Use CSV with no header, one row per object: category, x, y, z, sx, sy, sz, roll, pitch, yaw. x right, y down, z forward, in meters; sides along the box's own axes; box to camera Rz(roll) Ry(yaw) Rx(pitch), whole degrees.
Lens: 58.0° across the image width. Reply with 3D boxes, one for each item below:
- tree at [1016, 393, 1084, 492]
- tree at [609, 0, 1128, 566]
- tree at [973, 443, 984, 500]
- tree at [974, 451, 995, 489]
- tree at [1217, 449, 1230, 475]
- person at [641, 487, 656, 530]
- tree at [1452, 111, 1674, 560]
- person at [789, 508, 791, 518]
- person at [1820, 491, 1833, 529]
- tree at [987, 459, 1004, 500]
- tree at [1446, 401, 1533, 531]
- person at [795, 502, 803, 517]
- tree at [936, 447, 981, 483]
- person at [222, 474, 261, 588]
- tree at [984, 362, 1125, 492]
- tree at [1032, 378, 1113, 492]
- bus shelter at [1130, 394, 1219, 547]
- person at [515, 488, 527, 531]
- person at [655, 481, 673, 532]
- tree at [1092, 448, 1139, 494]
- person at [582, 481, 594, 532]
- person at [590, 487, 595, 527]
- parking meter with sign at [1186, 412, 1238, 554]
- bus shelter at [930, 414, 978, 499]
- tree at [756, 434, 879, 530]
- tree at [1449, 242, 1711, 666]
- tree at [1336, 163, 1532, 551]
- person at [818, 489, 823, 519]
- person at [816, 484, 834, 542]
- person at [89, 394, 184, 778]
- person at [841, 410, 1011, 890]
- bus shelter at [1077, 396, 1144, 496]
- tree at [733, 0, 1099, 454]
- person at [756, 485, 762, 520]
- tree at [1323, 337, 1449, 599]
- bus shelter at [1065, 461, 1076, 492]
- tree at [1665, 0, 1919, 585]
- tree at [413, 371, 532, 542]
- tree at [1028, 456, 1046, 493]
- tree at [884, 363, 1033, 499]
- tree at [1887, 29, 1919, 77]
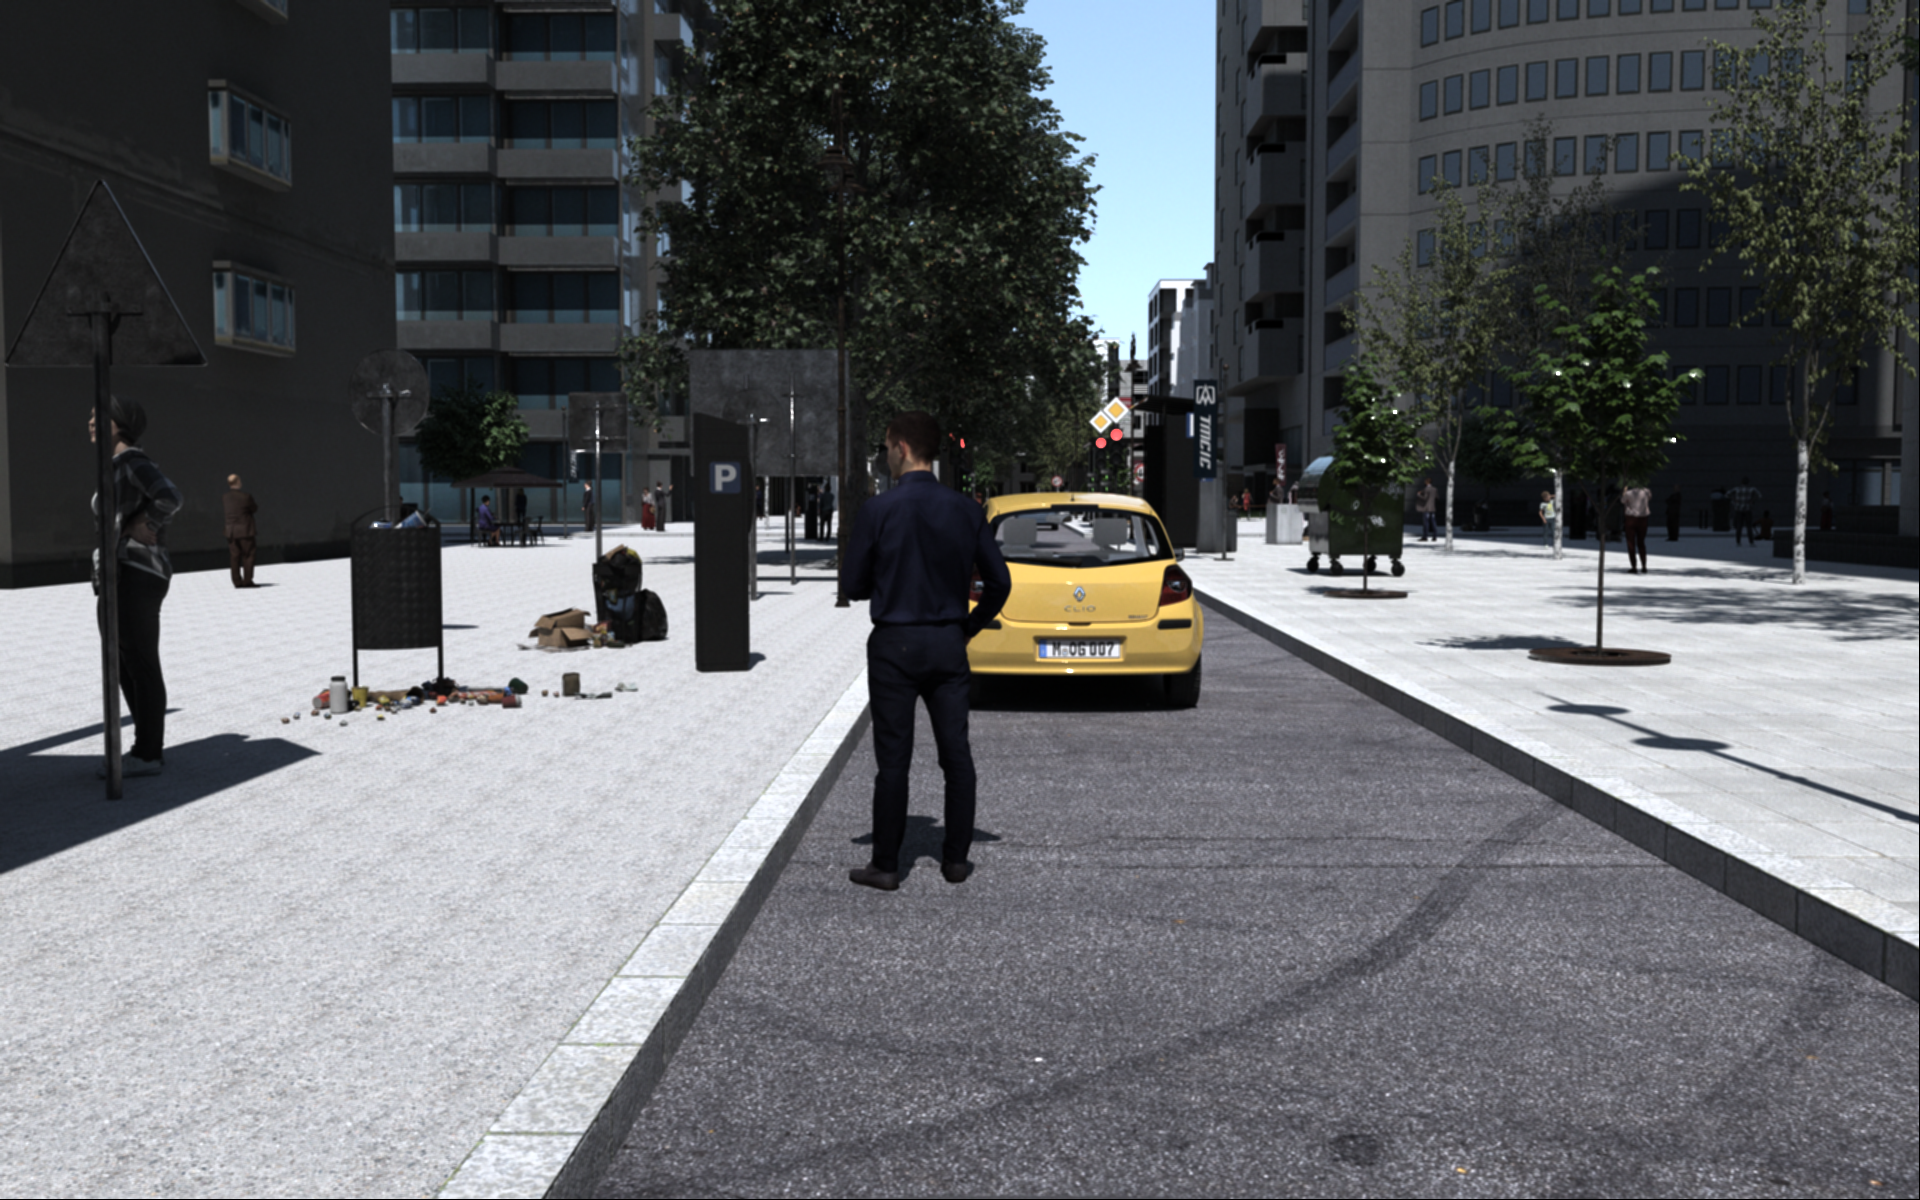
tree,9.406,-16.497,180.096,12.009,13.543,11.850,0,3,0
tree,-1.741,-6.951,30.659,9.611,12.733,9.660,0,3,0
tree,1.100,-11.260,118.507,8.767,10.594,7.601,1,4,22
tree,1.144,-9.009,131.012,4.285,4.588,4.351,0,3,0
tree,15.357,-7.684,109.341,4.285,4.588,4.351,0,3,0
person,-11.124,-3.258,61.772,0.523,1.526,0.387,-2,4,-30
tree,11.611,-5.078,33.391,4.360,8.622,3.978,0,3,0
person,-9.006,-4.635,92.295,0.381,0.543,0.357,1,4,17
person,27.600,-2.703,55.162,0.387,1.526,0.523,1,4,20
tree,3.238,-14.765,191.769,4.737,8.622,4.395,0,3,0
tree,18.858,-4.758,61.513,4.285,4.588,4.351,0,3,0
person,-8.986,-4.934,94.999,0.655,0.850,0.859,-1,4,-18
tree,-0.289,-9.578,106.968,4.360,8.622,3.978,0,3,0
person,-9.847,-0.940,23.674,0.482,1.546,0.388,1,4,13
tree,6.551,-10.322,103.174,7.601,10.594,8.767,1,4,19
tree,6.887,-8.818,94.536,4.737,8.622,4.395,0,3,0
bus shelter,5.386,-3.217,43.886,1.731,3.624,6.357,0,4,2
person,-15.020,-3.107,59.385,0.613,1.512,0.480,3,5,44
person,-10.113,-3.207,59.277,0.742,1.727,0.445,1,4,13
tree,5.700,-4.175,62.867,1.663,3.219,1.824,0,3,0
person,-12.635,-3.161,58.525,0.445,1.727,0.742,-2,4,-29
person,-14.305,-3.605,67.049,0.319,1.574,0.516,1,4,9
parking meter with sign,5.512,-2.529,37.617,0.543,3.016,1.738,2,4,32
bus shelter,-0.401,-5.674,70.395,2.179,5.291,8.768,0,4,2
tree,-6.243,-7.316,69.974,4.360,8.622,3.978,0,3,0
tree,5.007,-1.152,13.436,1.663,3.219,1.824,0,3,0
tree,10.920,-5.418,38.951,4.737,8.622,4.395,0,3,0
person,-7.233,-4.975,89.592,0.471,1.553,0.569,3,5,45
person,-3.621,-2.343,46.564,0.499,1.552,0.429,0,4,-7
person,-3.782,-0.072,7.941,0.376,1.734,0.841,-2,4,-28
person,-0.167,0.169,6.434,0.576,1.737,0.504,-2,4,-32
bus shelter,6.006,-5.562,68.572,2.179,5.291,8.768,0,4,2
tree,-1.024,-8.338,42.989,9.857,13.997,8.962,0,3,0
person,-10.046,-4.827,85.667,0.576,1.737,0.504,1,4,13
tree,4.991,-1.642,21.455,1.663,3.219,1.824,0,3,0
bus shelter,8.126,-8.395,114.897,2.179,5.291,8.768,0,4,1
tree,12.145,-4.522,24.292,4.737,8.622,4.395,0,3,0
tree,-13.105,-3.833,46.381,4.285,4.588,4.351,0,3,0
tree,9.177,-15.112,197.437,4.360,8.622,3.978,0,3,0
tree,-0.267,-9.702,84.383,9.928,11.665,9.643,0,3,0
tree,10.451,-5.371,13.578,9.928,11.665,9.643,0,3,0
